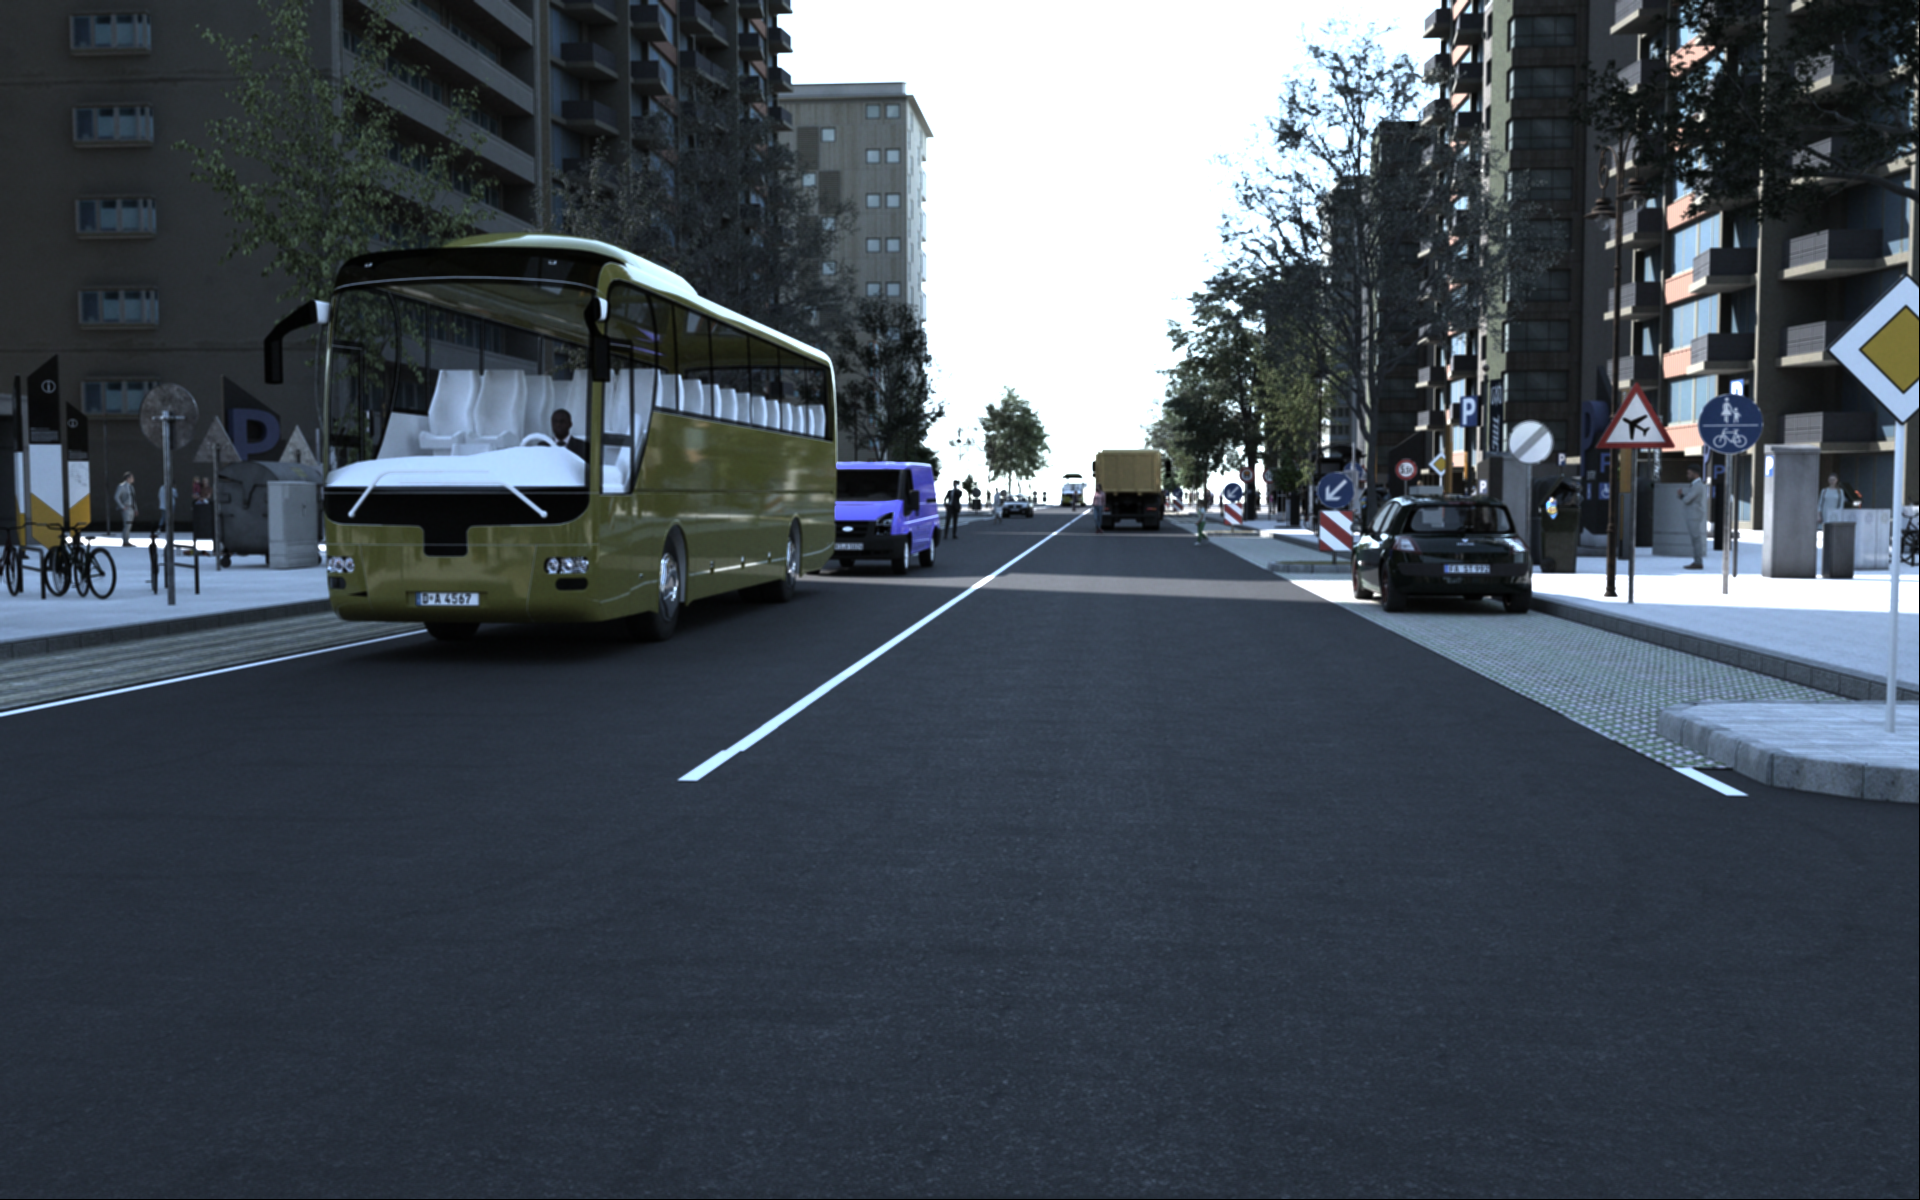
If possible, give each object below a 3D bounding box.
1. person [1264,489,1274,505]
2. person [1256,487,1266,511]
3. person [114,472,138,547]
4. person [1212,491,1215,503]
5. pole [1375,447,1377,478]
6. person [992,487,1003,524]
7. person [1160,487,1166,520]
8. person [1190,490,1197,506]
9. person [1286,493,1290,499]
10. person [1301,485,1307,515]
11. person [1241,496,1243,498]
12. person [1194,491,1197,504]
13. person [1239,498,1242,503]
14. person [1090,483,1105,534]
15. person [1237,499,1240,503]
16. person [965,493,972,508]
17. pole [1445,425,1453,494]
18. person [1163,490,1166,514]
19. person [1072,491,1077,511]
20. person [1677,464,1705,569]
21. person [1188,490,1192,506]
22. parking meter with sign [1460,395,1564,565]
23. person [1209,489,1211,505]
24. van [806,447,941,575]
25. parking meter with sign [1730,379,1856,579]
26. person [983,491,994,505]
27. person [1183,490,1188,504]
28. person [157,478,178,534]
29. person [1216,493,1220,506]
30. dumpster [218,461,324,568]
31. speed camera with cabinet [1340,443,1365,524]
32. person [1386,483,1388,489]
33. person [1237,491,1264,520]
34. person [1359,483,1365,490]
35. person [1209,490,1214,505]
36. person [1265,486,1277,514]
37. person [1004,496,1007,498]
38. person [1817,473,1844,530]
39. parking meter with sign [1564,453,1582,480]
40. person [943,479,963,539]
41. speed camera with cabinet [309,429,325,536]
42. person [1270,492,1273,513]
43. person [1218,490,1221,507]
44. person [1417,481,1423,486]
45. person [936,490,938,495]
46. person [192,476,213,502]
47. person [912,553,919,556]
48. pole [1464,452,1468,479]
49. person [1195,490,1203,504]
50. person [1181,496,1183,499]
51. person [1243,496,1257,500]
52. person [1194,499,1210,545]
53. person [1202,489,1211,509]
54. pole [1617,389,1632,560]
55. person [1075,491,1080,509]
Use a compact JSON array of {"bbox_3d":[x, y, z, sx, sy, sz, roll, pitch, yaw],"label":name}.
[{"bbox_3d":[35.282,-11.756,198.254,1.348,1.824,0.705,3,4,38],"label":"person"},{"bbox_3d":[23.094,-7.815,133.959,0.705,1.807,1.348,-3,4,-36],"label":"person"},{"bbox_3d":[-20.424,-2.222,42.467,0.391,1.810,0.635,0,4,-3],"label":"person"},{"bbox_3d":[34.686,-14.130,237.618,0.434,1.755,0.990,-1,4,-15],"label":"person"},{"bbox_3d":[13.247,-3.773,55.531,0.158,3.312,0.155,0,3,0],"label":"pole"},{"bbox_3d":[1.821,-4.570,83.580,0.624,1.780,0.694,-1,4,-22],"label":"person"},{"bbox_3d":[11.001,-5.308,95.386,0.705,1.812,1.348,3,5,42],"label":"person"},{"bbox_3d":[25.418,-11.189,189.503,1.217,1.766,0.721,3,5,43],"label":"person"},{"bbox_3d":[26.903,-8.323,142.149,1.348,1.821,0.705,-2,4,-24],"label":"person"},{"bbox_3d":[21.566,-6.277,108.679,1.348,1.823,0.705,-3,4,-36],"label":"person"},{"bbox_3d":[22.584,-7.907,135.329,1.348,1.824,0.705,2,4,24],"label":"person"},{"bbox_3d":[31.878,-13.994,234.849,0.705,1.824,1.348,-2,4,-32],"label":"person"},{"bbox_3d":[36.087,-13.205,222.652,1.217,1.735,0.721,1,4,14],"label":"person"},{"bbox_3d":[5.002,-3.324,62.857,0.555,1.821,0.388,1,4,12],"label":"person"},{"bbox_3d":[31.304,-11.460,194.196,0.721,1.735,1.217,2,4,28],"label":"person"},{"bbox_3d":[0.809,-9.013,154.117,0.721,1.735,1.217,-3,4,-38],"label":"person"},{"bbox_3d":[14.365,-3.490,50.911,0.158,3.312,0.155,0,3,0],"label":"pole"},{"bbox_3d":[13.909,-6.638,117.964,0.436,1.711,0.756,2,4,31],"label":"person"},{"bbox_3d":[9.550,-8.240,144.151,0.530,1.710,0.541,2,4,27],"label":"person"},{"bbox_3d":[12.527,-1.436,29.706,0.466,1.800,0.511,1,4,10],"label":"person"},{"bbox_3d":[23.896,-10.642,180.038,0.705,1.824,1.348,-1,4,-9],"label":"person"},{"bbox_3d":[9.855,-2.129,31.066,1.738,3.016,0.543,-1,4,-17],"label":"parking meter with sign"},{"bbox_3d":[28.393,-11.701,197.214,0.709,1.838,0.599,0,4,8],"label":"person"},{"bbox_3d":[-1.646,-1.730,32.671,2.240,2.365,5.245,0,4,7],"label":"van"},{"bbox_3d":[12.695,-1.843,26.397,1.738,3.016,0.543,0,4,4],"label":"parking meter with sign"},{"bbox_3d":[3.331,-11.989,202.079,1.348,1.821,0.705,0,4,2],"label":"person"},{"bbox_3d":[28.656,-13.061,219.602,1.348,1.822,0.705,0,4,5],"label":"person"},{"bbox_3d":[-25.471,-3.015,55.601,0.793,1.790,0.793,-2,4,-26],"label":"person"},{"bbox_3d":[27.387,-10.617,182.813,0.799,1.438,0.628,0,4,3],"label":"person"},{"bbox_3d":[-12.241,-1.529,30.758,1.264,1.857,1.865,0,4,5],"label":"dumpster"},{"bbox_3d":[15.375,-4.467,67.370,0.660,3.252,2.038,2,4,34],"label":"speed camera with cabinet"},{"bbox_3d":[20.949,-4.828,84.921,1.348,1.831,0.705,-2,4,-28],"label":"person"},{"bbox_3d":[14.398,-4.885,85.902,1.348,1.826,0.705,1,4,23],"label":"person"},{"bbox_3d":[20.651,-5.094,89.196,0.709,1.838,0.599,1,4,19],"label":"person"},{"bbox_3d":[28.349,-11.555,195.905,0.756,1.711,0.436,-1,4,-23],"label":"person"},{"bbox_3d":[20.143,-6.378,110.337,1.348,1.822,0.705,1,4,13],"label":"person"},{"bbox_3d":[6.462,-14.464,243.190,0.551,1.740,0.621,-1,4,-13],"label":"person"},{"bbox_3d":[17.474,-1.692,34.709,0.512,1.701,0.522,3,4,37],"label":"person"},{"bbox_3d":[25.944,-4.681,72.797,0.543,3.016,1.738,-2,4,-35],"label":"parking meter with sign"},{"bbox_3d":[-0.218,-2.934,55.832,0.648,1.900,0.474,0,4,-4],"label":"person"},{"bbox_3d":[-20.105,-3.542,52.243,2.038,3.252,0.660,0,4,-1],"label":"speed camera with cabinet"},{"bbox_3d":[21.214,-6.632,117.703,0.599,1.433,0.991,-1,4,-15],"label":"person"},{"bbox_3d":[25.654,-10.038,171.104,0.436,1.711,0.756,2,4,30],"label":"person"},{"bbox_3d":[16.922,-3.507,63.797,0.576,1.772,0.534,3,5,40],"label":"person"},{"bbox_3d":[-2.125,-8.323,142.927,0.445,1.727,0.742,2,4,25],"label":"person"},{"bbox_3d":[-23.092,-2.855,52.697,0.573,1.828,0.580,2,4,31],"label":"person"},{"bbox_3d":[-0.914,-1.931,40.052,0.580,1.828,0.573,2,4,27],"label":"person"},{"bbox_3d":[24.280,-5.458,83.086,0.158,3.312,0.155,0,3,0],"label":"pole"},{"bbox_3d":[31.032,-13.440,225.765,1.348,1.826,0.705,0,4,1],"label":"person"},{"bbox_3d":[26.756,-12.428,209.695,0.568,1.767,0.683,0,4,0],"label":"person"},{"bbox_3d":[20.173,-6.978,120.138,0.705,1.823,1.348,-2,4,-31],"label":"person"},{"bbox_3d":[6.823,-2.205,48.794,0.590,1.304,0.306,-2,4,-33],"label":"person"},{"bbox_3d":[21.253,-8.739,149.462,0.750,1.759,0.617,-1,4,-18],"label":"person"},{"bbox_3d":[12.940,-2.436,33.677,0.158,3.312,0.155,0,3,0],"label":"pole"},{"bbox_3d":[11.370,-9.757,168.560,0.617,1.759,0.750,1,4,13],"label":"person"}]
